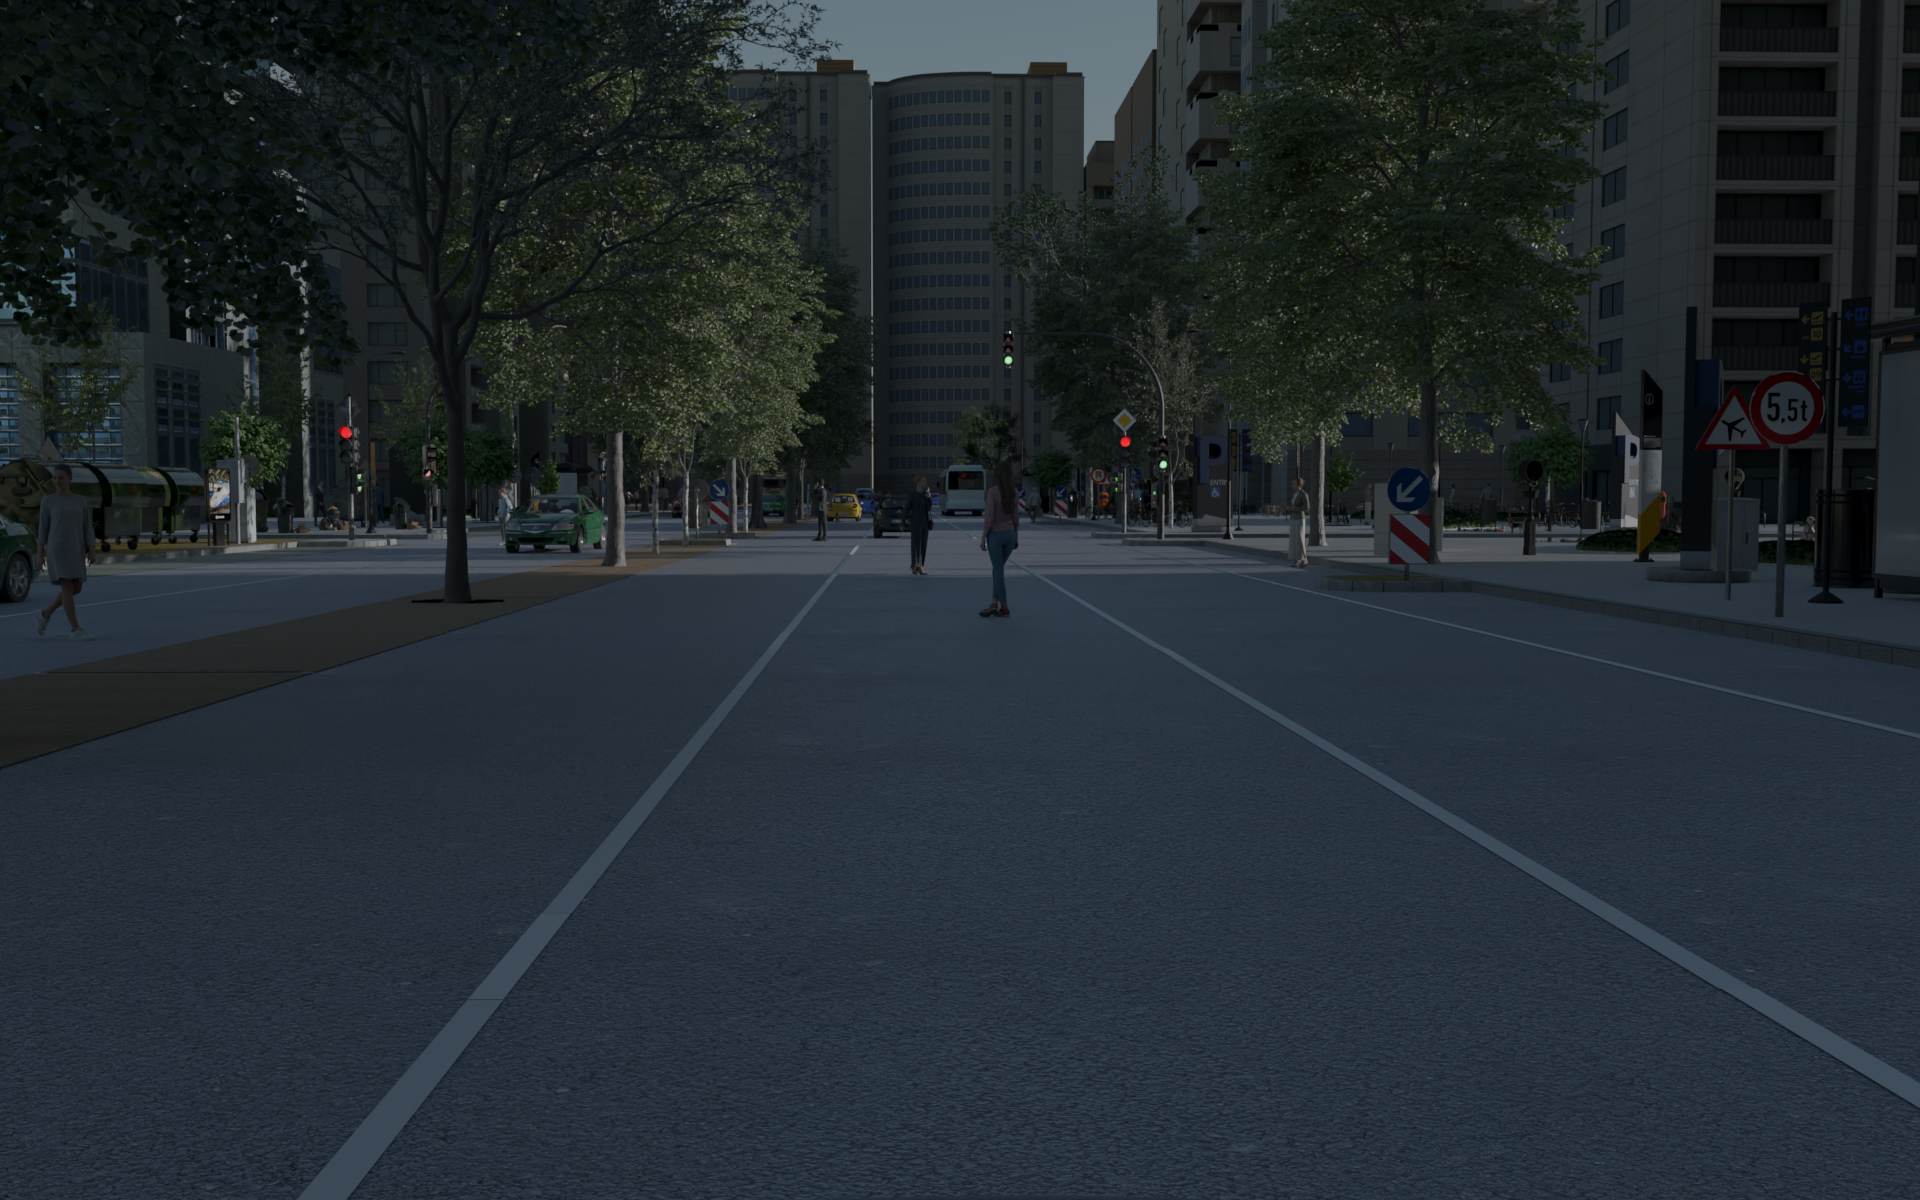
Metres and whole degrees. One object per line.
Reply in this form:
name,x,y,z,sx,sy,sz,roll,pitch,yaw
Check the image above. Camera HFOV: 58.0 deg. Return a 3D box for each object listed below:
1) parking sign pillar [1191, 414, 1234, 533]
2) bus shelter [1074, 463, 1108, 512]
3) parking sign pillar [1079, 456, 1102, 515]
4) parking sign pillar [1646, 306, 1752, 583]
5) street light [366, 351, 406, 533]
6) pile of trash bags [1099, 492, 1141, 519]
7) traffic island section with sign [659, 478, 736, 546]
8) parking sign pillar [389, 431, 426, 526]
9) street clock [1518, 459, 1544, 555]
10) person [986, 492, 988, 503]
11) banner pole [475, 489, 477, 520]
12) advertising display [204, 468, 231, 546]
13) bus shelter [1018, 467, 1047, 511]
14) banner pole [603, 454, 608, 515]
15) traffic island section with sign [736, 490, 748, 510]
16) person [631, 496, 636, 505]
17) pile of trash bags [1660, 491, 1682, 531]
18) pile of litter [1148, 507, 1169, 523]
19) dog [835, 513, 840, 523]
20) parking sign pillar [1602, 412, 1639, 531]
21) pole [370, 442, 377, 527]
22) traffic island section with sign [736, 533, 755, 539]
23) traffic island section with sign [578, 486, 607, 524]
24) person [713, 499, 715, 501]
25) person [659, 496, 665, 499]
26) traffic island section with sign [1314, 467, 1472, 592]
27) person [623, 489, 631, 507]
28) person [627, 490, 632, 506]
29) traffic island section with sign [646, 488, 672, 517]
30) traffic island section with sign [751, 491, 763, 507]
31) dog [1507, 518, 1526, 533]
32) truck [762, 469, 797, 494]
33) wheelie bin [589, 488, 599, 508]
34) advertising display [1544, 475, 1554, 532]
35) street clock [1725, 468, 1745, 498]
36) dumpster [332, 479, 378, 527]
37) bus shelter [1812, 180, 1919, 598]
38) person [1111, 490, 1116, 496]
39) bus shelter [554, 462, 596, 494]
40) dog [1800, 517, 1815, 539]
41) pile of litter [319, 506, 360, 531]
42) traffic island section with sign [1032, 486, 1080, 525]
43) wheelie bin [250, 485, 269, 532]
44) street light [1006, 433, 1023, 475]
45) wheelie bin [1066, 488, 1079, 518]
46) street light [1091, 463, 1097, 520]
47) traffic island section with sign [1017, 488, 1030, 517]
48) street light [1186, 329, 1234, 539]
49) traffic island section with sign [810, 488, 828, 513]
parking sign pillar,8.500,-4.263,58.166,1.447,3.967,1.447,-1,4,-14
bus shelter,9.027,-8.780,121.179,2.179,5.291,8.768,0,4,-2
parking sign pillar,7.989,-7.138,105.180,1.447,3.967,1.447,-2,4,-30
parking sign pillar,10.917,-2.264,25.494,1.447,3.967,1.447,2,4,27
street light,-18.679,-5.126,56.347,1.470,5.913,1.316,0,4,-2
pile of trash bags,8.683,-4.963,90.901,3.447,1.369,1.912,-2,4,-30
traffic island section with sign,-7.486,-2.484,48.749,2.006,1.907,1.989,0,4,-2
parking sign pillar,-22.362,-4.987,70.005,1.447,3.967,1.447,0,4,8
street clock,11.961,-1.942,36.320,0.471,2.002,0.358,-1,4,-20
person,2.918,-11.891,200.430,1.348,1.831,0.705,0,4,1
banner pole,-23.612,-5.776,84.452,0.401,3.779,0.863,-1,4,-14
advertising display,-18.402,-2.308,42.952,0.123,1.923,0.974,0,4,8
bus shelter,5.383,-8.040,125.384,2.014,3.302,5.546,0,4,-2
banner pole,-21.730,-7.154,106.992,0.401,3.779,0.863,1,4,20
traffic island section with sign,-20.421,-9.164,158.455,1.989,1.847,2.006,0,4,-2
person,-36.754,-11.407,195.766,0.991,1.433,0.599,1,4,16
pile of trash bags,24.215,-3.086,60.205,1.912,1.369,3.447,1,4,17
pile of litter,9.024,-3.894,77.631,1.176,0.858,1.719,0,4,8
dog,-6.005,-4.018,84.985,0.406,0.507,0.540,-2,4,-35
parking sign pillar,22.101,-4.216,57.404,1.447,3.967,1.447,-3,5,-40
pole,-23.152,-4.554,68.299,0.158,3.312,0.155,0,3,0
traffic island section with sign,-7.731,-2.937,56.152,2.006,1.907,1.989,0,4,-2
traffic island section with sign,-17.794,-4.490,82.040,1.989,1.847,2.006,0,4,-2
person,-25.384,-10.548,179.212,0.721,1.736,1.217,0,4,4
person,-35.437,-12.274,206.812,1.348,1.812,0.705,2,4,29
traffic island section with sign,6.470,-1.077,26.239,1.989,1.847,2.006,0,4,-2
person,-33.001,-10.046,171.029,1.217,1.736,0.721,-2,4,-32
person,-37.074,-11.414,193.369,0.721,1.736,1.217,3,5,42
traffic island section with sign,-18.730,-6.171,109.515,1.989,1.847,2.006,0,4,-2
traffic island section with sign,-21.361,-10.845,185.949,1.989,1.847,2.006,0,4,-2
dog,18.217,-2.437,56.683,0.540,0.507,0.406,0,4,4
truck,-17.905,-11.198,172.008,2.839,4.237,11.283,0,3,0
wheelie bin,-20.713,-5.470,97.340,0.693,1.594,0.980,0,4,-2
advertising display,20.232,-3.320,59.491,0.123,1.923,0.974,1,4,9
street clock,21.675,-2.688,48.512,0.471,2.002,0.358,3,4,38
dumpster,-23.505,-3.763,67.281,1.264,1.857,1.865,0,4,-2
bus shelter,12.135,-2.580,19.821,2.179,5.291,8.768,0,4,-2
person,18.028,-12.195,206.248,1.217,1.723,0.721,1,4,12
bus shelter,-25.043,-7.230,112.138,2.014,3.302,5.546,0,4,-2
dog,17.533,-1.304,35.704,0.800,0.831,0.513,-3,5,-40
pile of litter,-22.034,-2.910,61.540,1.176,0.858,1.719,3,4,38
traffic island section with sign,4.562,-4.459,81.526,1.989,1.847,2.006,0,4,-2
wheelie bin,-23.581,-3.064,58.004,0.980,1.594,0.693,3,5,44
street light,4.185,-9.751,131.977,1.470,5.913,1.316,0,4,-2
wheelie bin,6.030,-5.186,92.700,0.693,1.594,0.980,0,4,-3
street light,5.978,-6.829,84.195,1.470,5.913,1.316,0,4,-2
traffic island section with sign,3.633,-6.106,108.466,1.989,1.847,2.006,0,4,-2
street light,7.055,-4.669,48.882,1.470,5.913,1.316,0,4,-2
traffic island section with sign,-10.329,-7.530,131.246,2.006,1.907,1.989,0,4,-2
